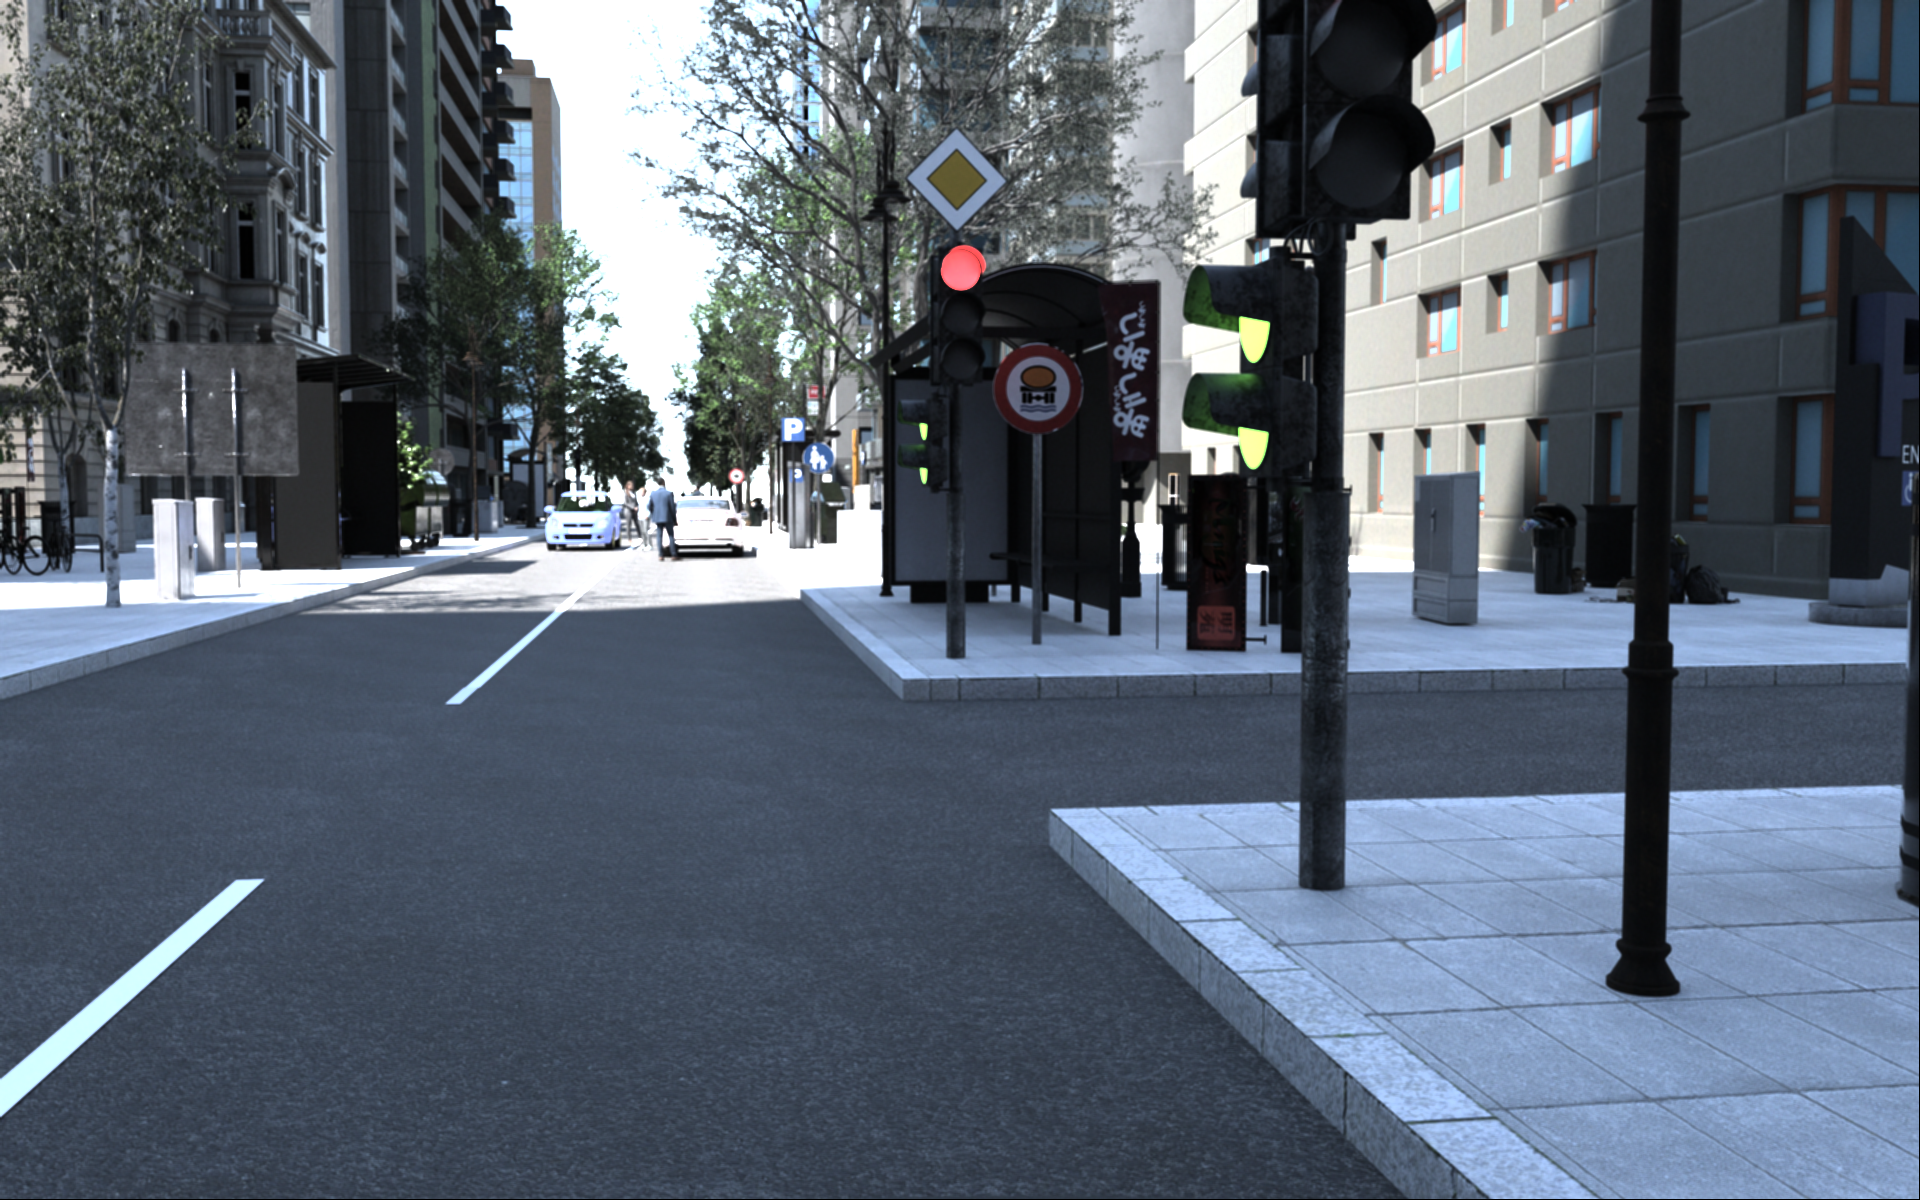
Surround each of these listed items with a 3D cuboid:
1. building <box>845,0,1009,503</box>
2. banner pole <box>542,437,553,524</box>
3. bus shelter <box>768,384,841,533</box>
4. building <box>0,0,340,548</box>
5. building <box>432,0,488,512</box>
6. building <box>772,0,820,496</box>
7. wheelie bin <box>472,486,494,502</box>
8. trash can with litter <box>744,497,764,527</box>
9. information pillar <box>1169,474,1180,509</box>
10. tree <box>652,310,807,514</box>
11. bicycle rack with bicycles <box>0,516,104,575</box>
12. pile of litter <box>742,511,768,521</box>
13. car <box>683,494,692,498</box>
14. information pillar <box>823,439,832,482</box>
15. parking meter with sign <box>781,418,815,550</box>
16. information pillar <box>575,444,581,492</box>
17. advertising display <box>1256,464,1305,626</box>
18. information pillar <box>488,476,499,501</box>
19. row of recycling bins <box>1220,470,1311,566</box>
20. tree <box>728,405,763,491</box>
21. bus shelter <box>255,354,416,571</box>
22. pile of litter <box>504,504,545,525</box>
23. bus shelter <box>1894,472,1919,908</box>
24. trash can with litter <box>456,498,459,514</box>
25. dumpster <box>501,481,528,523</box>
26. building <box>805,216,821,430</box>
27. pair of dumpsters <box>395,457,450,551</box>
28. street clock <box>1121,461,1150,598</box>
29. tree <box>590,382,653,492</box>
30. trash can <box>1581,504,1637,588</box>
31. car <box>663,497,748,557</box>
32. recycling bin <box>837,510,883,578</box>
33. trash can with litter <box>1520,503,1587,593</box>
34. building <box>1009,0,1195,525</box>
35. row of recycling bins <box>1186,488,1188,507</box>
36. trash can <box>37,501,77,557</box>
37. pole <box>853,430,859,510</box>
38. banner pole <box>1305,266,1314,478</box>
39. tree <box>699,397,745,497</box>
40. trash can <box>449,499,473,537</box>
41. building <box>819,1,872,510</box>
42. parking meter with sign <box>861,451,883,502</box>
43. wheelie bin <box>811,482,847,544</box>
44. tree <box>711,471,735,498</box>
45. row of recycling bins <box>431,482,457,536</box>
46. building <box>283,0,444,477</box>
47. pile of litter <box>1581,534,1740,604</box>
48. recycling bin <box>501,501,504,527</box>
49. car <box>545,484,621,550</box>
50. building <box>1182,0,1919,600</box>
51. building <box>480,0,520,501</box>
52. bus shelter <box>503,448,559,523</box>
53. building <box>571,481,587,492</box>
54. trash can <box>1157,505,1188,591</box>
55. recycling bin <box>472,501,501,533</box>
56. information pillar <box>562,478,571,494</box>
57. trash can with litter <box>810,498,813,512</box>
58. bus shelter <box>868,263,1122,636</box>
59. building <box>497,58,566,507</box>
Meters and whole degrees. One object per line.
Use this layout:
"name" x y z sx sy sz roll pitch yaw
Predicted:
"building" 4.934 -30.242 114.058 23.786 49.044 30.456 -1 4 -9
"banner pole" -17.886 -5.211 75.210 0.401 3.779 0.863 -3 5 -42
"bus shelter" -5.569 -5.089 60.838 2.179 5.291 8.768 -1 4 -9
"building" -29.509 -14.529 56.634 14.460 24.649 34.723 -1 4 -9
"building" -41.888 -29.593 107.555 21.300 48.544 21.600 -1 4 -9
"building" -13.923 -56.183 231.261 22.319 86.520 31.000 -1 4 -9
"wheelie bin" -17.859 -3.475 64.725 0.980 1.594 0.693 0 4 -3
"trash can with litter" -8.026 -3.403 67.027 0.624 1.170 1.055 -3 4 -38
"information pillar" 7.796 -3.581 63.046 0.304 2.012 0.304 2 4 28
"tree" -13.533 -11.521 105.374 9.611 12.733 9.660 0 3 0
"bicycle rack with bicycles" -15.320 -0.905 28.179 2.925 0.926 2.852 3 5 42
"pile of litter" -9.916 -4.296 84.201 1.719 0.858 1.176 -1 4 -22
"car" -17.588 -6.280 114.483 2.131 1.459 4.920 0 4 -7
"information pillar" -5.699 -5.055 74.009 0.504 3.616 0.183 1 4 12
"parking meter with sign" -3.726 -2.700 40.403 0.543 3.016 1.738 0 4 5
"information pillar" -17.861 -5.486 81.050 0.183 3.616 0.504 -3 4 -36
"advertising display" 3.179 -0.730 17.157 0.123 1.923 0.974 2 4 32
"information pillar" -18.739 -3.981 69.574 0.304 2.012 0.304 1 4 17
"row of recycling bins" 5.576 -1.498 31.597 1.069 1.692 3.534 -1 4 -22
"tree" -15.837 -10.679 124.962 4.737 8.622 4.395 0 3 0
"bus shelter" -11.379 -2.487 31.941 1.731 3.624 6.357 -1 4 -9
"pile of litter" -18.322 -3.584 72.570 1.719 0.858 1.176 1 4 10
"bus shelter" 3.759 -1.448 1.302 2.179 5.291 8.768 -1 4 -9
"trash can with litter" -17.968 -2.988 60.242 1.055 1.170 0.624 1 4 21
"dumpster" -19.193 -4.235 75.007 1.264 1.857 1.865 -1 4 -9
"building" -5.635 -31.393 205.164 32.217 40.220 23.993 -1 4 -9
"pair of dumpsters" -13.039 -2.331 40.610 1.574 2.255 4.437 -1 4 -9
"street clock" 2.127 -1.037 21.519 0.358 2.002 0.471 -3 4 -37
"tree" -33.599 -15.929 177.445 9.611 12.733 9.660 0 3 0
"trash can" 8.928 -0.744 23.825 0.748 1.137 0.748 0 3 0
"car" -6.031 -1.740 40.805 2.083 1.381 4.827 0 4 -7
"recycling bin" -1.478 -0.877 26.899 0.722 1.027 0.722 1 4 10
"trash can with litter" 7.749 -0.681 22.519 0.624 1.170 1.055 3 4 37
"building" 15.365 -23.697 79.333 32.217 40.220 23.993 -1 4 -9
"row of recycling bins" 7.881 -2.653 50.494 1.069 1.692 3.534 -2 4 -32
"trash can" -18.570 -1.468 35.654 0.748 1.137 0.748 0 3 0
"pole" -3.295 -3.735 54.911 0.158 3.312 0.155 0 3 0
"banner pole" 3.882 -1.795 19.365 0.401 3.779 0.863 1 4 11
"tree" -26.682 -16.830 193.304 7.486 12.596 7.792 0 3 0
"trash can" -14.932 -2.455 51.785 0.748 1.137 0.748 0 3 0
"building" -1.002 -36.727 142.481 21.231 58.520 28.212 -1 4 -9
"parking meter with sign" -3.137 -4.580 71.150 1.738 3.016 0.543 -1 4 -15
"wheelie bin" -3.395 -2.237 44.484 0.980 1.594 0.693 -3 4 -37
"tree" -28.575 -13.738 208.336 4.285 4.588 4.351 0 3 0
"row of recycling bins" -16.415 -2.873 54.089 1.069 1.692 3.534 0 4 -8
"building" -35.630 -24.901 90.720 14.154 41.232 14.086 -1 4 -9
"pile of litter" 8.345 -0.406 20.608 1.719 0.858 1.176 2 4 26
"recycling bin" -18.046 -3.332 67.035 0.722 1.027 0.722 -1 4 -14
"car" -9.798 -2.178 45.201 1.945 1.707 3.694 0 4 -7
"building" 22.535 -11.682 36.046 28.899 21.520 27.650 -1 4 -9
"building" -45.999 -29.229 132.522 22.147 44.769 28.867 -1 4 -9
"bus shelter" -19.652 -5.240 79.603 2.014 3.302 5.546 -1 4 -9
"building" -65.225 -32.542 223.944 32.217 40.220 23.993 -1 4 -9
"trash can" 3.008 -0.707 23.213 0.748 1.137 0.748 0 3 0
"recycling bin" -15.684 -2.723 57.082 0.722 1.027 0.722 0 4 0
"information pillar" -18.548 -4.723 81.719 0.304 2.012 0.304 -3 5 -44
"trash can with litter" -4.514 -2.388 50.439 0.624 1.170 1.055 1 4 16
"bus shelter" 0.328 -1.468 17.926 2.014 3.302 5.546 -1 4 -9
"building" -49.206 -32.531 181.993 14.600 45.320 14.200 -1 4 -9
